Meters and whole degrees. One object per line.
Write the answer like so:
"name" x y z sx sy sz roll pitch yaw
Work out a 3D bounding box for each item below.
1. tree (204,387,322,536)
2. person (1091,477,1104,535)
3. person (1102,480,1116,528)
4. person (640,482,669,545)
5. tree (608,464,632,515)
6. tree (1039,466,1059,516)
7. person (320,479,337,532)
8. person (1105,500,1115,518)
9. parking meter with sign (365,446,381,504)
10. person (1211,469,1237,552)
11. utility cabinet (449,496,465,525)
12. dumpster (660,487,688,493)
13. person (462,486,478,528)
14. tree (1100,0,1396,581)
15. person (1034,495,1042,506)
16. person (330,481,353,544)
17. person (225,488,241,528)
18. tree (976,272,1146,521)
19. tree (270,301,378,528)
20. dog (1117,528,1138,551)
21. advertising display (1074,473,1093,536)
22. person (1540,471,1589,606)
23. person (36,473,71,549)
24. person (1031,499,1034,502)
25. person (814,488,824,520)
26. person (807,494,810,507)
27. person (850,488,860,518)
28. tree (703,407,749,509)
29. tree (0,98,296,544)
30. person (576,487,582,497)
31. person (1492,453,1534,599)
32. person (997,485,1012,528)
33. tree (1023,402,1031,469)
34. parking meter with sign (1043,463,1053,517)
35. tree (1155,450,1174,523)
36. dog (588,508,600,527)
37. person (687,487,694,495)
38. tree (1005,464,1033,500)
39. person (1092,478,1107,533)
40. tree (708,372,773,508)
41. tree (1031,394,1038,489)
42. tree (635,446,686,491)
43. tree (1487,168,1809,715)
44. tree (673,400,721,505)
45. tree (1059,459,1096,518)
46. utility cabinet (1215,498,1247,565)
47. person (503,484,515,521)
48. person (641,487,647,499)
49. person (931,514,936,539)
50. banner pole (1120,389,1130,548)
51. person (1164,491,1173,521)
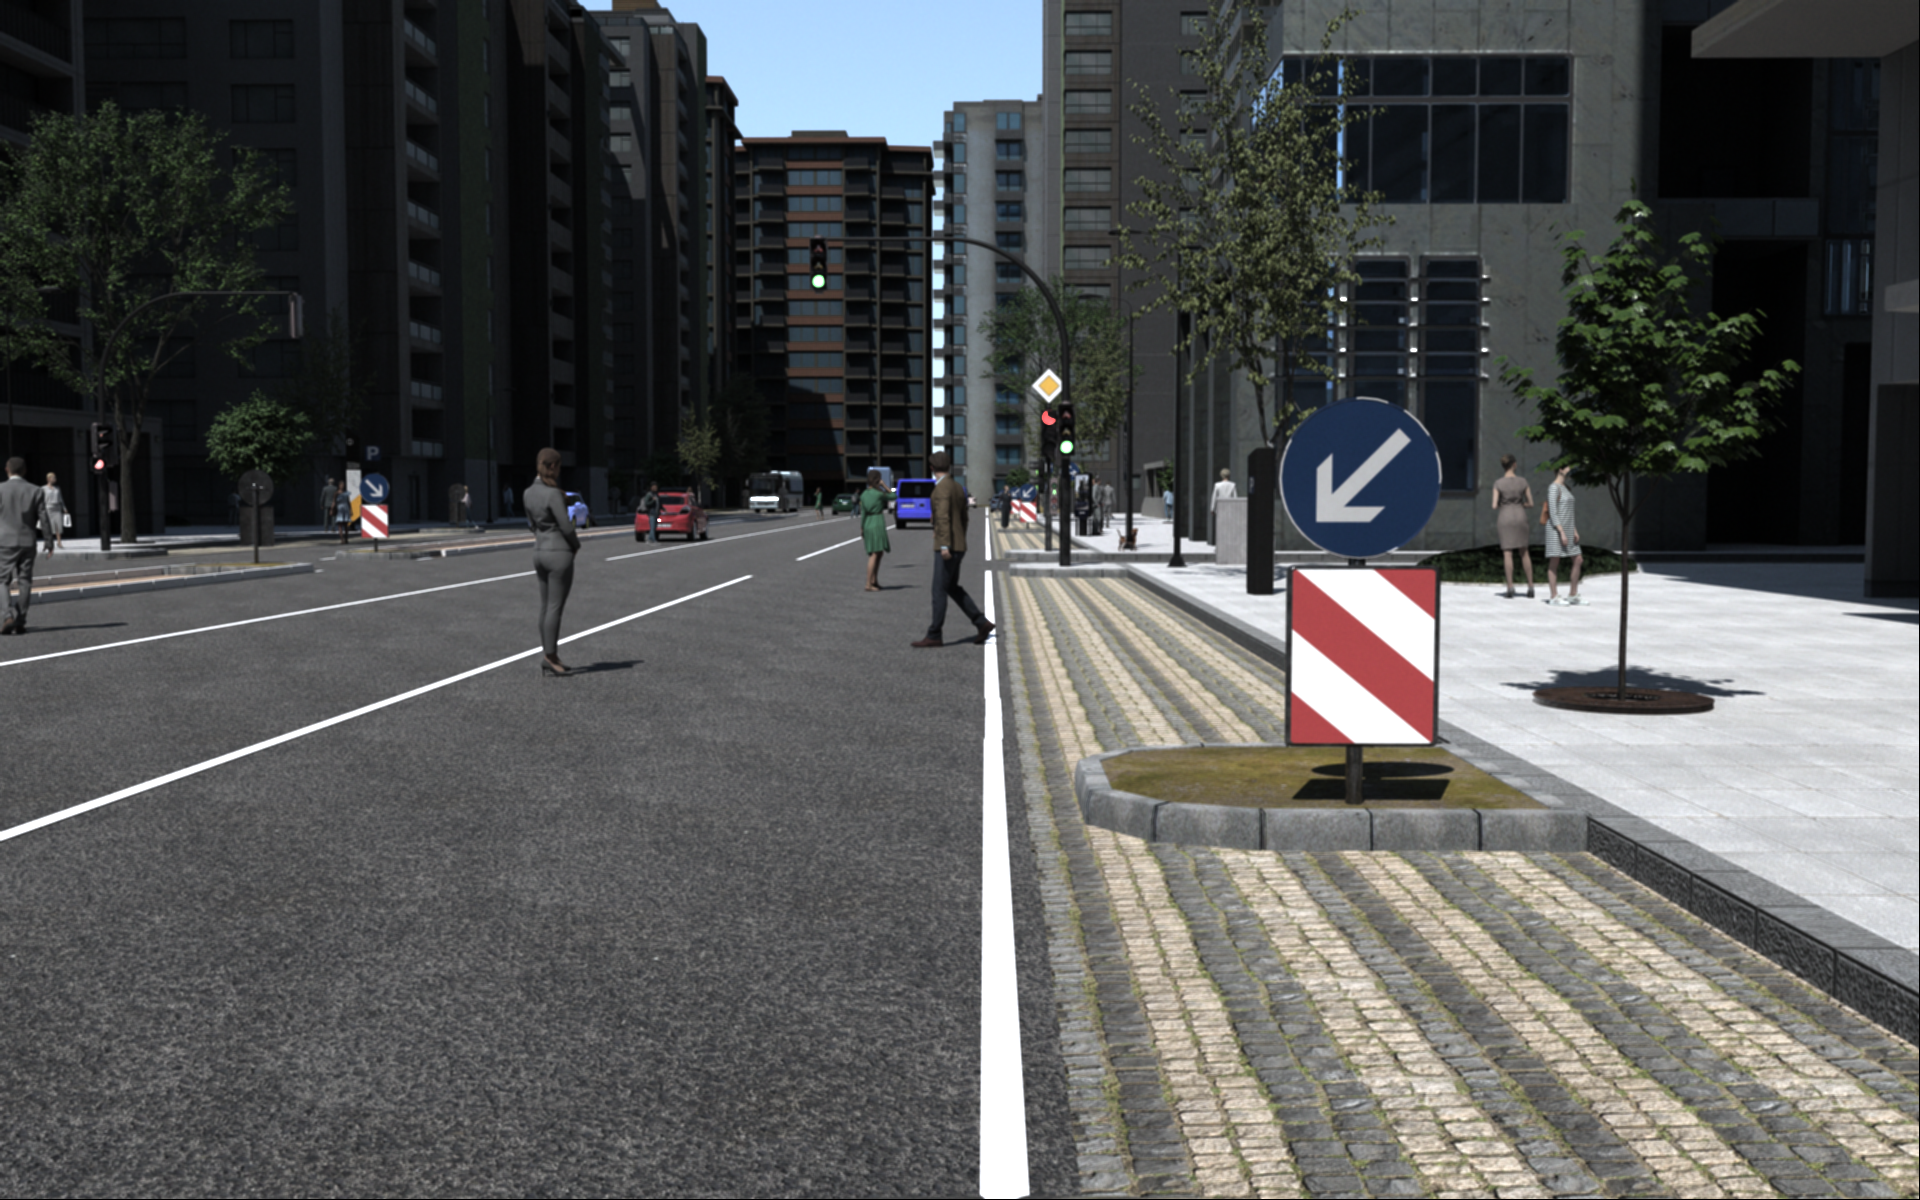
"tree" -21.456 -4.260 53.366 4.285 4.588 4.351 0 3 0
"person" 4.234 -2.917 53.838 0.391 1.810 0.635 0 4 -6
"person" 5.612 -3.665 66.083 0.709 1.813 0.853 1 4 13
"person" -8.583 -2.425 48.497 0.721 1.781 0.623 1 4 11
"tree" -22.174 -7.169 111.815 1.663 3.219 1.824 0 3 0
"tree" 5.027 -6.430 99.736 1.663 3.219 1.824 0 3 0
"person" -21.163 -3.184 58.285 0.661 1.801 0.590 -1 4 -17
"person" 7.905 -4.952 91.287 0.640 1.303 0.475 2 4 29
"parking meter with sign" -20.880 -3.991 61.510 0.543 3.016 1.738 -1 4 -15
"person" 5.885 -1.978 38.260 0.514 1.842 0.818 -2 4 -25
"utility cabinet" -20.886 -3.865 71.871 0.318 1.500 1.173 0 4 1
"dumpster" -18.072 -6.209 109.735 1.865 1.857 1.264 0 4 -1
"person" -18.667 -3.477 66.016 0.598 1.740 0.731 -1 4 -13
"tree" 4.394 -4.571 25.106 4.737 8.622 4.395 0 3 0
"person" 5.480 -7.110 125.559 1.065 1.426 0.557 -1 4 -14
"person" -17.619 -2.491 49.322 0.616 1.811 0.778 -1 4 -16
"person" -27.631 -3.496 65.803 0.523 1.515 0.503 2 4 29
"tree" 4.819 -9.587 82.509 9.928 11.665 9.643 0 3 0
"tree" -24.396 -7.098 66.414 4.737 8.622 4.395 0 3 0
"dog" 3.767 -1.353 38.958 0.406 0.507 0.540 1 4 14
"advertising display" 3.760 -2.912 52.828 0.123 1.923 0.974 -2 4 -24
"person" 6.936 -0.790 19.964 0.522 1.701 0.512 3 5 41
"person" -21.343 -2.102 40.764 0.694 1.780 0.624 -3 4 -36
"person" 6.946 -9.646 163.843 1.348 1.812 0.705 -3 4 -38
"person" -7.817 -5.361 96.405 0.529 1.795 0.600 -1 4 -21
"person" -16.868 -11.145 193.940 0.599 1.433 0.991 -2 4 -25
"person" -6.094 -5.683 101.761 0.721 1.781 0.623 -3 4 -36
"tree" -19.923 -11.976 146.161 4.360 8.622 3.978 0 3 0
"tree" -21.462 -7.274 44.686 9.928 11.665 9.643 0 3 0
"person" -19.071 -4.745 86.263 0.466 1.800 0.511 -3 5 -43
"person" 6.815 -0.914 21.334 0.599 1.781 0.374 0 4 0
"person" 1.770 -3.641 68.457 0.576 1.772 0.534 -3 5 -43
"tree" 5.593 -9.525 106.096 4.737 8.622 4.395 0 3 0
"parking meter with sign" 4.865 -6.111 96.181 0.543 3.016 1.738 0 4 5
"tree" 9.370 -4.981 76.040 1.663 3.219 1.824 0 3 0
"dog" -15.955 -3.600 75.698 0.800 0.831 0.513 -2 4 -24
"person" -11.889 -4.123 76.498 0.593 1.750 0.643 1 4 13
"tree" 6.596 -12.672 190.908 4.285 4.588 4.351 0 3 0
"person" 4.544 -3.125 57.312 0.592 1.802 0.473 2 4 31
"tree" -20.634 -14.826 160.530 7.486 12.596 7.792 0 3 0
"tree" 5.523 -7.383 71.068 4.737 8.622 4.395 0 3 0
"tree" -20.259 -8.171 117.302 4.285 4.588 4.351 0 3 0
"tree" 3.911 -0.968 10.421 1.663 3.219 1.824 0 3 0
"tree" -20.413 -11.316 135.383 4.737 8.622 4.395 0 3 0
"tree" 6.757 -6.127 94.773 1.663 3.219 1.824 0 3 0
"utility cabinet" 5.164 -1.241 31.460 1.020 1.237 0.306 0 4 7
"person" -21.807 -4.737 83.751 0.793 1.790 0.793 1 4 12
"person" -17.255 -5.283 94.838 0.622 1.834 0.822 2 4 26
"person" -0.759 -2.606 55.783 0.362 1.253 0.373 1 4 21
"banner pole" 3.976 -3.143 41.410 0.401 3.779 0.863 0 4 -2
"person" 9.877 -4.616 81.776 0.793 1.790 0.793 2 4 35
